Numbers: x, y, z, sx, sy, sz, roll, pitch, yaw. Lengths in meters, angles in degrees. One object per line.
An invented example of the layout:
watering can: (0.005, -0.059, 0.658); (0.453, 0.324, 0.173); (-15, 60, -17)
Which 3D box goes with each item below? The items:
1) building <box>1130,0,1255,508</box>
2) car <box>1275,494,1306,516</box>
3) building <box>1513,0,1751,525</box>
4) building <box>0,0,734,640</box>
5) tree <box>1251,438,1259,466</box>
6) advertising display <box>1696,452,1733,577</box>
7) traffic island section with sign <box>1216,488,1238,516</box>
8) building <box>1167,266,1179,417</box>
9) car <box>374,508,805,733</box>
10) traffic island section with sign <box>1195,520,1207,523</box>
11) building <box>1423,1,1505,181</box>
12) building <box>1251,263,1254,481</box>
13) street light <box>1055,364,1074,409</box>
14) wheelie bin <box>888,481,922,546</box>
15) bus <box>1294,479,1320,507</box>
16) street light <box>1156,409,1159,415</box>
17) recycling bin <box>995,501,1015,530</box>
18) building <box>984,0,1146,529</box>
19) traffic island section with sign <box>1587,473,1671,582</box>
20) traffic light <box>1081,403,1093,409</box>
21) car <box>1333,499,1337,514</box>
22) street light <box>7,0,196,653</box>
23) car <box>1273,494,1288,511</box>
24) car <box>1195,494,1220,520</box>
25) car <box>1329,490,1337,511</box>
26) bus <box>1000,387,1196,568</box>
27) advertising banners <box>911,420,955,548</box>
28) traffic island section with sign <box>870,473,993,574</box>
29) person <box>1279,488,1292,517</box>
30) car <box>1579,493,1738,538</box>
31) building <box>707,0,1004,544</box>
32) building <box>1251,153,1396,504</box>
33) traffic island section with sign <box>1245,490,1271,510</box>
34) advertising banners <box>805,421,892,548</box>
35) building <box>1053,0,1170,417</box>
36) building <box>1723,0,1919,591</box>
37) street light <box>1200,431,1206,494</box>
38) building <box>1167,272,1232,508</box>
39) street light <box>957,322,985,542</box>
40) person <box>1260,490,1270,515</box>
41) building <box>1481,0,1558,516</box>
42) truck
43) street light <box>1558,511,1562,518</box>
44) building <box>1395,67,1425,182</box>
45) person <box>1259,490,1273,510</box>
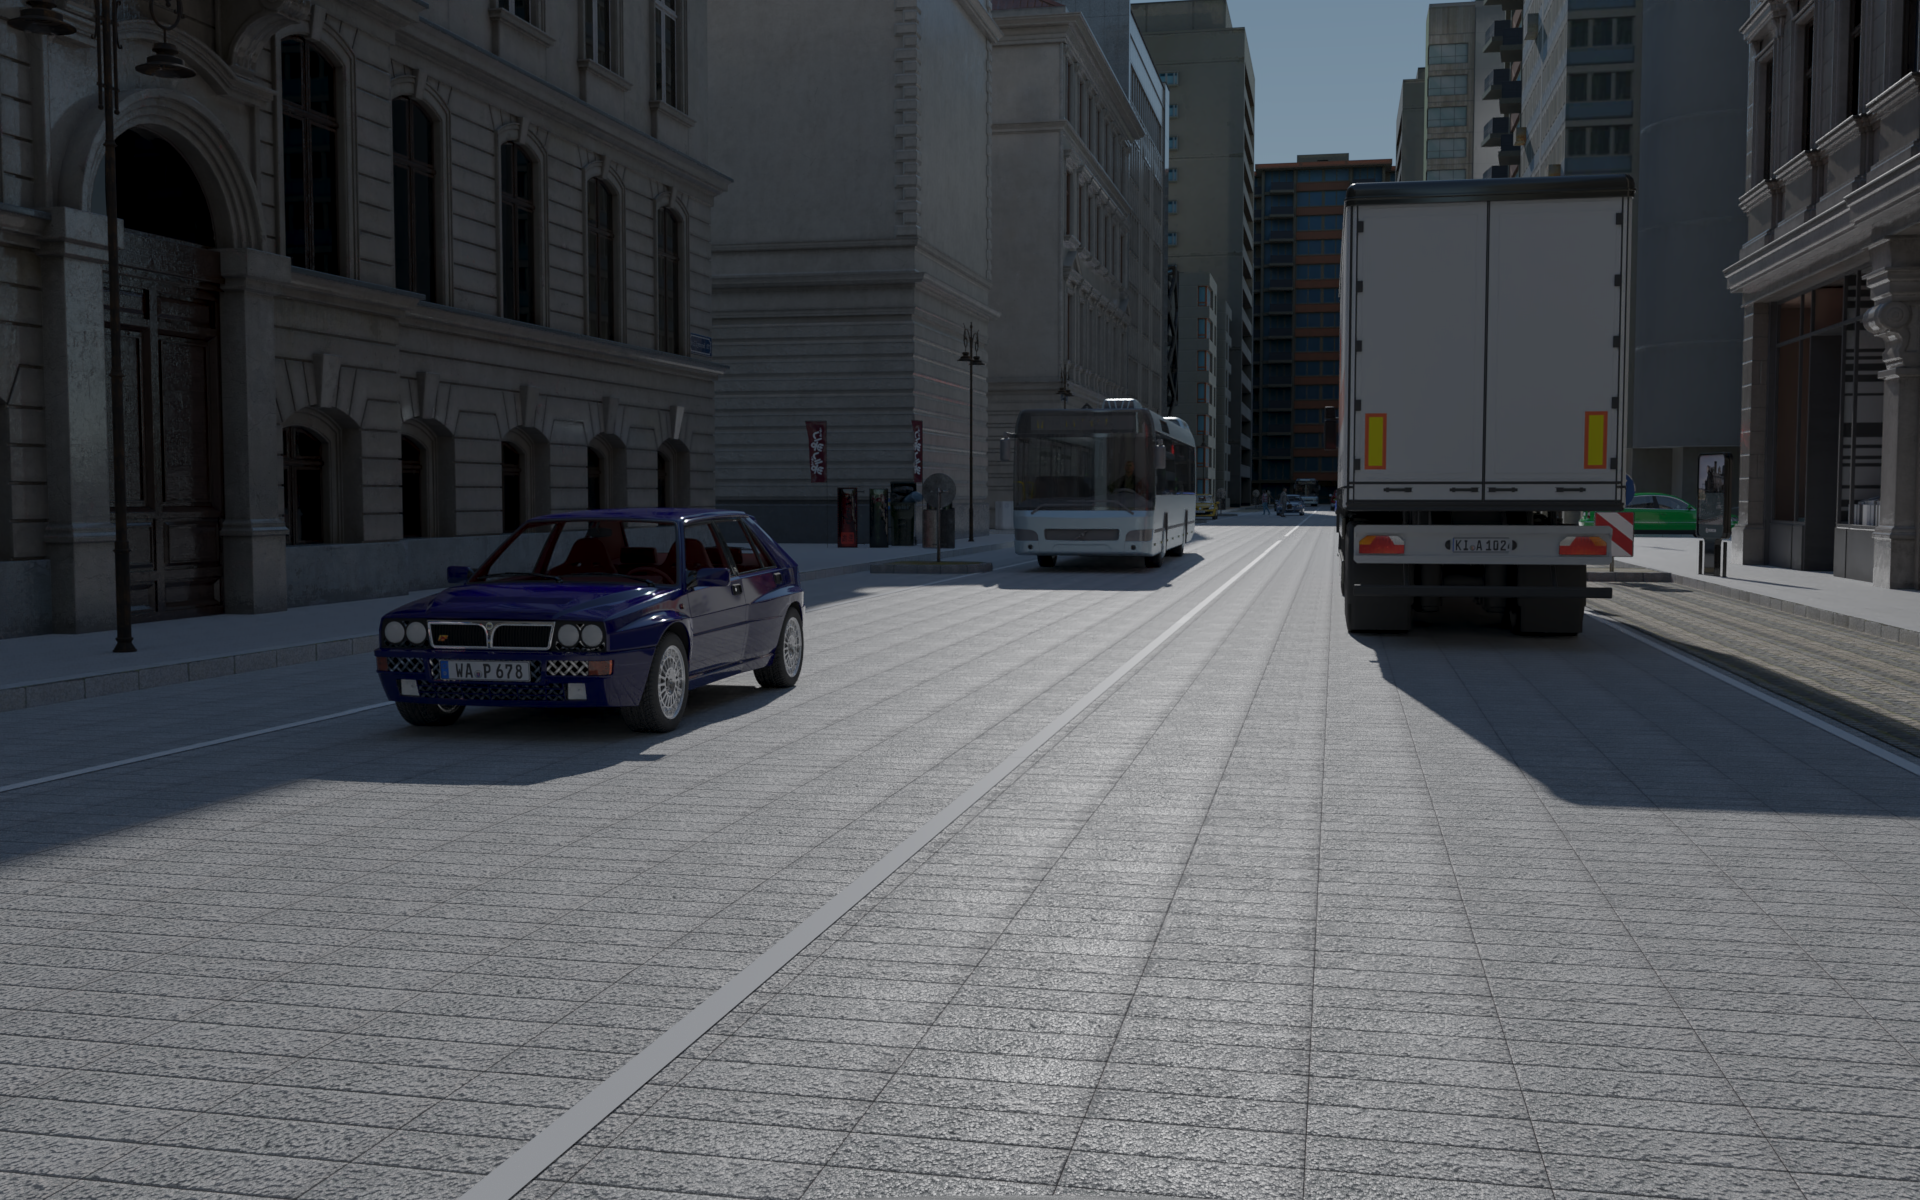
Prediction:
building: (18.517, -33.786, 176.097); (21.300, 48.544, 21.600); (1, 4, 12)
car: (22.161, -6.363, 116.045); (2.014, 1.417, 4.499); (1, 4, 13)
building: (35.348, -23.035, 68.499); (23.993, 40.220, 32.217); (1, 4, 12)
building: (-13.379, -12.160, 17.900); (14.460, 24.649, 34.723); (1, 4, 12)
tree: (31.214, -14.883, 193.702); (4.360, 8.622, 3.978); (0, 3, 0)
advertising display: (11.818, -1.342, 27.159); (0.123, 1.923, 0.974); (0, 4, -1)
traffic island section with sign: (16.924, -6.316, 111.901); (1.989, 1.847, 2.006); (1, 4, 12)
building: (5.619, -15.004, 112.762); (16.820, 18.784, 16.811); (1, 4, 12)
car: (-2.324, 0.051, 11.739); (1.945, 1.354, 3.894); (1, 4, 11)
traffic island section with sign: (11.144, -4.694, 85.373); (1.989, 1.847, 2.006); (1, 4, 12)
building: (46.427, -28.352, 147.155); (14.154, 41.232, 14.086); (1, 4, 12)
building: (27.214, -26.398, 203.308); (14.107, 30.474, 14.160); (1, 4, 12)
street light: (3.741, -5.446, 61.823); (0.468, 5.910, 1.993); (1, 4, 12)
wheelie bin: (-1.377, -2.142, 42.937); (0.980, 1.594, 0.693); (0, 4, 4)
bus: (40.159, -12.597, 200.817); (2.948, 3.499, 13.247); (1, 4, 11)
street light: (10.787, -7.458, 94.727); (0.468, 5.910, 1.993); (1, 4, 12)
recycling bin: (1.704, -2.992, 61.474); (0.722, 1.027, 0.722); (-1, 4, -19)
building: (0.812, -14.450, 72.416); (11.583, 22.565, 21.152); (1, 4, 12)
traffic island section with sign: (10.767, -1.255, 29.150); (1.989, 1.847, 2.006); (1, 4, 12)
traffic light: (3.900, -3.938, 53.310); (0.839, 4.253, 0.868); (1, 4, 12)
car: (27.396, -6.903, 122.461); (1.945, 1.707, 3.694); (1, 4, 11)
street light: (-6.790, -2.515, 13.902); (0.468, 5.910, 1.993); (1, 4, 12)
car: (26.952, -8.184, 143.589); (2.009, 1.686, 4.222); (1, 4, 11)
car: (13.676, -5.363, 97.914); (2.015, 1.641, 3.980); (1, 4, 11)
car: (32.859, -8.563, 148.670); (2.281, 1.827, 5.304); (1, 4, 11)
bus: (3.304, -2.558, 36.687); (2.948, 3.499, 13.247); (1, 4, 11)
advertising banners: (-0.654, -2.785, 41.725); (0.090, 3.025, 2.074); (2, 4, 29)
traffic island section with sign: (-0.455, -1.430, 32.009); (1.989, 1.847, 2.006); (1, 4, 12)
person: (20.132, -6.042, 107.414); (0.853, 1.813, 0.709); (3, 4, 37)
car: (21.642, -2.735, 53.510); (4.718, 1.807, 1.959); (1, 4, 13)
building: (-9.136, -13.532, 50.127); (19.941, 23.489, 11.050); (1, 4, 12)
building: (46.352, -34.937, 225.852); (28.867, 44.769, 22.147); (1, 4, 12)
traffic island section with sign: (27.524, -9.297, 160.628); (1.989, 1.847, 2.006); (1, 4, 12)
advertising banners: (-2.657, -2.759, 41.300); (2.074, 3.025, 0.090); (0, 4, 3)
building: (4.232, -16.843, 93.408); (12.078, 24.808, 19.932); (1, 4, 12)
building: (18.349, -10.907, 29.247); (10.553, 20.767, 40.483); (1, 4, 12)
street light: (17.900, -9.457, 127.407); (0.468, 5.910, 1.993); (1, 4, 12)
building: (8.987, -18.789, 152.235); (27.650, 21.520, 28.899); (1, 4, 12)
street light: (0.302, -4.516, 46.617); (0.468, 5.910, 1.993); (1, 4, 12)
person: (20.840, -6.661, 118.244); (0.643, 1.720, 0.563); (3, 5, 40)
building: (43.373, -27.512, 104.444); (22.147, 44.769, 28.867); (1, 4, 12)
truck: (5.830, -1.957, 20.903); (2.839, 4.237, 11.283); (1, 4, 12)
street light: (17.382, -4.725, 50.034); (0.468, 5.910, 1.993); (1, 4, 12)
building: (59.407, -34.767, 192.140); (21.300, 48.544, 21.600); (1, 4, 12)
person: (28.056, -9.183, 158.660); (1.348, 1.823, 0.705); (0, 4, -1)
